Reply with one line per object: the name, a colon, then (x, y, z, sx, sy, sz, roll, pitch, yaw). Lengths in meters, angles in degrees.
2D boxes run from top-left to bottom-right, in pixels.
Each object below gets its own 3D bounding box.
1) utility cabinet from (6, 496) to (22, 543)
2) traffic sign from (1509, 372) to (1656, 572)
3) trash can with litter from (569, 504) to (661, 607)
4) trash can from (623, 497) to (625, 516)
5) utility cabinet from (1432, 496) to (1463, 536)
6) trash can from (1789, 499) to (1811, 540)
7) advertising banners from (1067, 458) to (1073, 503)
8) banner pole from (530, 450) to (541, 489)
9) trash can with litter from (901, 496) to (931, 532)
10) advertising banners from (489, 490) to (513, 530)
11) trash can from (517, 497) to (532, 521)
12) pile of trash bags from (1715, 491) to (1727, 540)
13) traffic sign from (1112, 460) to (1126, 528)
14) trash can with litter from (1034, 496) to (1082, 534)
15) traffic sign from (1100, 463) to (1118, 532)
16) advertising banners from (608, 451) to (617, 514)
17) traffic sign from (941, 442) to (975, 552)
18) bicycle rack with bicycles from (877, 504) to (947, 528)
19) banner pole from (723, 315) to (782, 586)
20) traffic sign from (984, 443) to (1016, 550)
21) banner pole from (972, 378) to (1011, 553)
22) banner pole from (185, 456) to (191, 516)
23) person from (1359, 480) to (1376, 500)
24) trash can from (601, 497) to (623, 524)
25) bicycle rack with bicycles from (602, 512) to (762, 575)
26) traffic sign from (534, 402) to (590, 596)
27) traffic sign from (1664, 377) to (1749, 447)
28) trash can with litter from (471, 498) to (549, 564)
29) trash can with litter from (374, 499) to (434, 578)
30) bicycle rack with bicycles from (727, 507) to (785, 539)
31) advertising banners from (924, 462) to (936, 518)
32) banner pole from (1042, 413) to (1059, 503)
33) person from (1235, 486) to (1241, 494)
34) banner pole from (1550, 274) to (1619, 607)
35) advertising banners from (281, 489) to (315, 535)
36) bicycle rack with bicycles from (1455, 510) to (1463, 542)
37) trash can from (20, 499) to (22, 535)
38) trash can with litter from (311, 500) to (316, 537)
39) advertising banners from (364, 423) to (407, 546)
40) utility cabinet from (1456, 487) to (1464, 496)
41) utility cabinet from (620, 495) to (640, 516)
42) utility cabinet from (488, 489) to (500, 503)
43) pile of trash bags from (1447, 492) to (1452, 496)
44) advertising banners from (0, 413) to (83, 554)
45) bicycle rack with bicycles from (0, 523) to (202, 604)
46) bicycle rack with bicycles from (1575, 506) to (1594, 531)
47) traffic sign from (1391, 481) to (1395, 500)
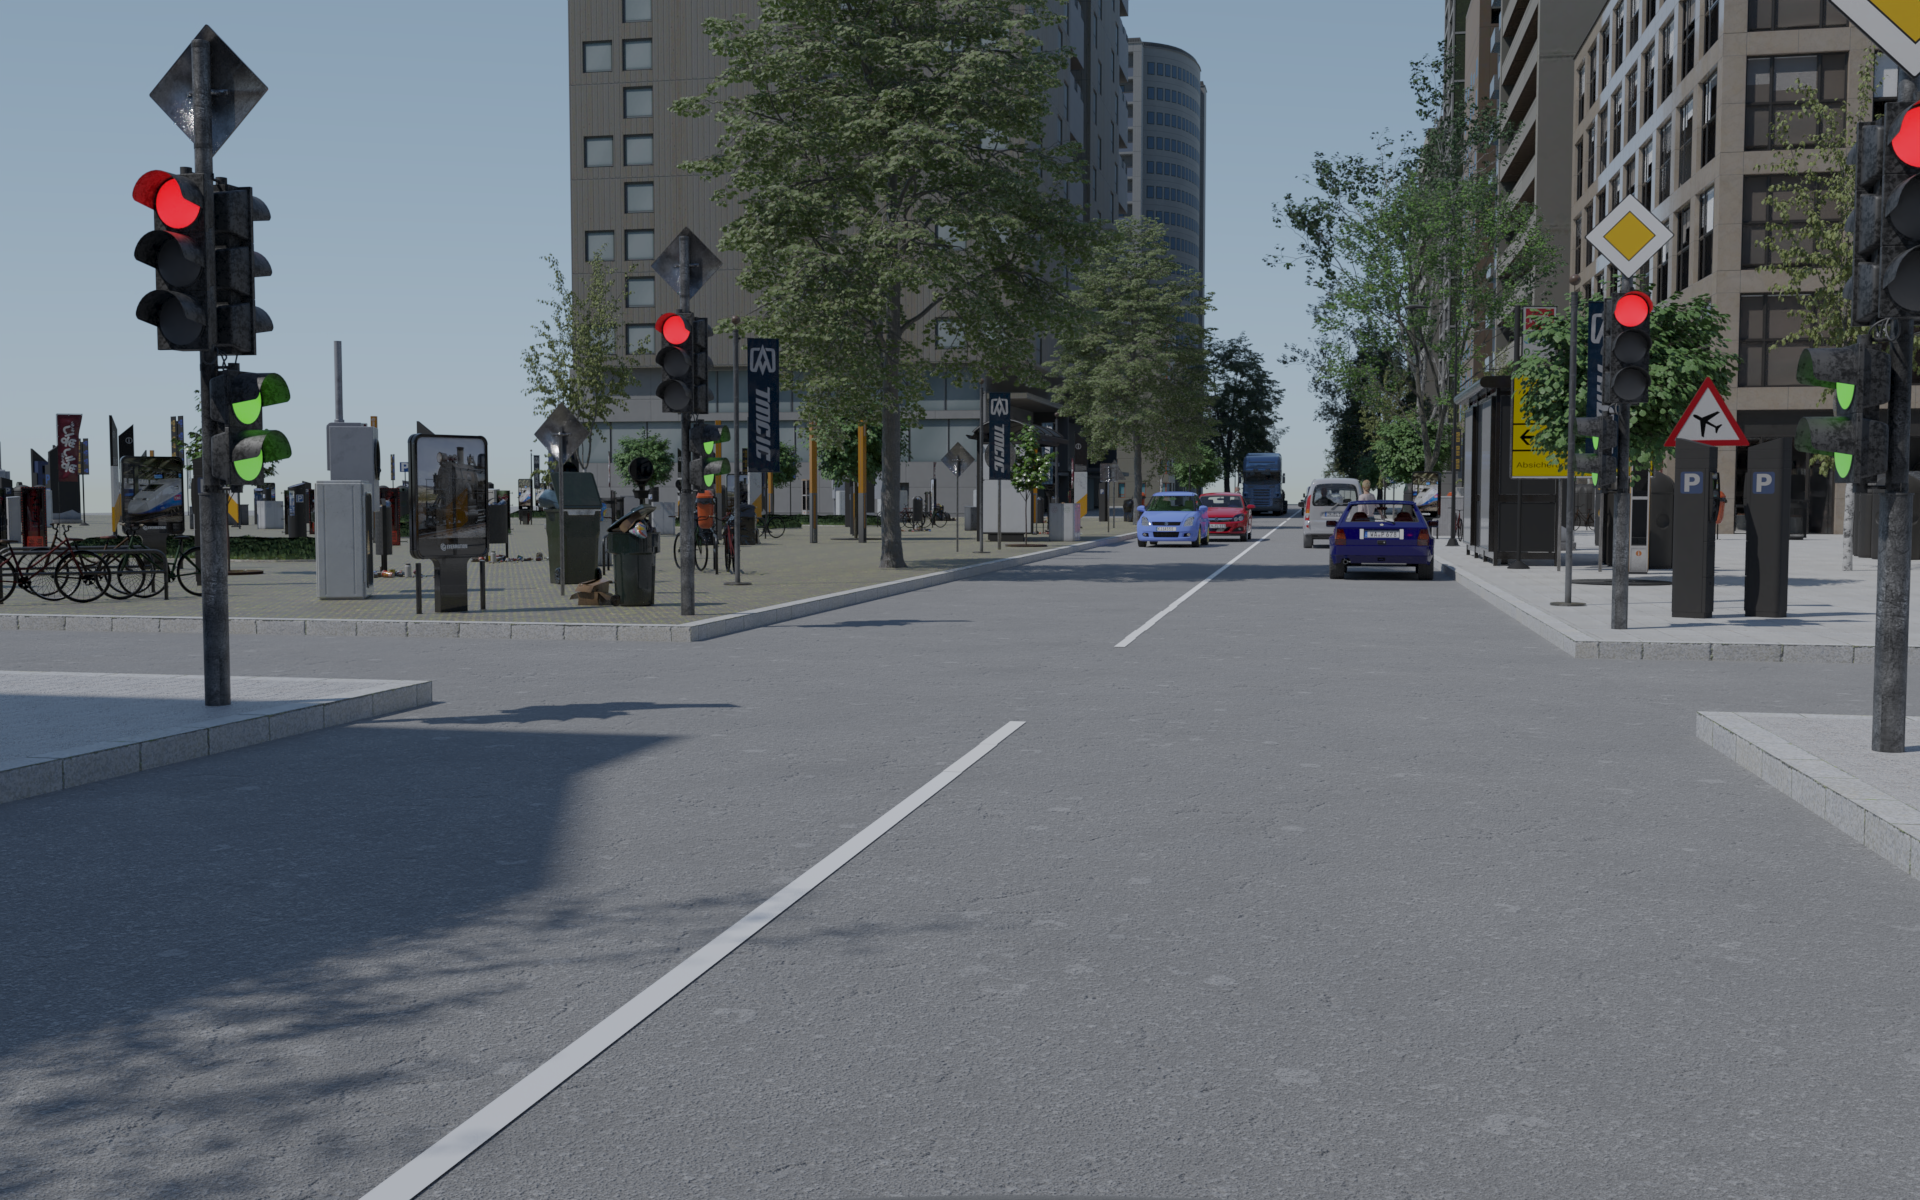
utility cabinet: (-24.908, -2.101, 45.516, 0.306, 1.237, 1.020, -2, 4, -34)
traffic sign: (10.249, -2.121, 28.556, 2.265, 3.308, 0.079, 1, 4, 19)
trash can with litter: (-3.977, -0.519, 19.877, 1.055, 1.170, 0.624, 1, 4, 15)
trash can: (-17.241, -4.626, 87.293, 0.748, 1.137, 0.748, 0, 3, 0)
utility cabinet: (15.000, -2.567, 53.133, 1.020, 1.237, 0.306, 0, 4, -1)
trash can: (23.329, -2.247, 48.387, 0.748, 1.137, 0.748, 0, 3, 0)
advertising banners: (5.429, -5.438, 85.094, 0.090, 3.025, 2.074, 0, 4, -2)
banner pole: (-23.950, -6.576, 97.542, 0.401, 3.779, 0.863, 2, 4, 34)
trash can with litter: (-1.757, -2.956, 59.389, 1.678, 1.210, 2.233, 2, 4, 33)
advertising banners: (-16.260, -3.832, 58.844, 2.074, 3.025, 0.090, 0, 4, -6)
trash can: (-20.645, -4.317, 82.228, 0.748, 1.137, 0.748, 0, 3, 0)
pile of trash bags: (20.077, -2.423, 49.365, 3.447, 1.369, 1.912, 3, 5, 44)
traffic sign: (5.808, -3.993, 65.284, 0.884, 2.594, 0.081, 1, 4, 18)
trash can with litter: (2.764, -2.704, 55.274, 2.233, 1.210, 1.678, 1, 4, 19)
traffic sign: (4.972, -3.412, 57.912, 0.606, 2.300, 0.079, 1, 4, 17)
advertising banners: (-14.367, -4.609, 71.547, 0.090, 3.025, 2.074, 0, 4, -3)
traffic sign: (-0.054, -2.271, 38.320, 0.795, 2.450, 0.064, 1, 4, 18)
bicycle rack with bicycles: (-1.922, -3.219, 66.017, 2.925, 0.926, 2.852, -1, 4, -13)
banner pole: (-2.927, -2.106, 24.453, 0.863, 3.779, 0.401, -1, 4, -21)
traffic sign: (0.908, -2.432, 39.875, 0.768, 2.556, 0.104, 1, 4, 21)
banner pole: (0.698, -2.907, 37.552, 0.863, 3.779, 0.401, 0, 4, -1)
banner pole: (-45.742, -6.894, 102.736, 0.401, 3.779, 0.863, -3, 5, -42)
person: (9.089, -1.762, 37.975, 0.731, 1.740, 0.598, -3, 5, -42)
trash can: (-14.084, -3.524, 69.271, 0.748, 1.137, 0.748, 0, 3, 0)
bicycle rack with bicycles: (-4.779, -0.923, 28.471, 2.852, 0.926, 2.925, 0, 4, -8)
traffic sign: (-5.017, -1.262, 21.812, 0.795, 2.450, 0.064, 1, 4, 18)
traffic sign: (8.299, -1.181, 19.306, 0.884, 2.594, 0.081, 1, 4, 14)
trash can with litter: (-8.493, -1.351, 33.141, 1.678, 1.210, 2.233, 2, 4, 33)
trash can with litter: (-8.984, -0.991, 27.265, 1.678, 1.210, 2.233, -1, 4, -22)
bicycle rack with bicycles: (-6.504, -2.247, 50.121, 2.925, 0.926, 2.852, -1, 4, -18)
advertising banners: (-1.586, -5.977, 93.908, 0.090, 3.025, 2.074, 1, 4, 17)
banner pole: (2.812, -3.877, 53.398, 0.401, 3.779, 0.863, -3, 5, -44)
person: (12.499, -4.247, 78.339, 0.834, 1.777, 0.661, 1, 4, 15)
banner pole: (7.232, -1.824, 19.837, 0.863, 3.779, 0.401, 0, 4, -2)
advertising banners: (-20.532, -3.607, 55.158, 2.074, 3.025, 0.090, -2, 4, -32)
bicycle rack with bicycles: (14.357, -2.009, 46.228, 2.852, 0.926, 2.925, 1, 4, 12)
trash can: (-29.368, -2.608, 54.298, 0.748, 1.137, 0.748, 0, 3, 0)
trash can with litter: (-15.202, -1.879, 42.110, 1.055, 1.170, 0.624, 1, 4, 11)
advertising banners: (-14.115, -2.859, 42.927, 2.074, 3.025, 0.090, -1, 4, -21)
utility cabinet: (16.691, -2.935, 56.662, 1.173, 1.500, 0.318, -2, 4, -31)
utility cabinet: (-17.020, -4.782, 89.340, 1.020, 1.237, 0.306, -1, 4, -12)
utility cabinet: (-20.022, -3.973, 73.632, 1.173, 1.500, 0.318, 3, 5, 42)
pile of trash bags: (23.329, -4.130, 77.282, 3.447, 1.369, 1.912, -1, 4, -11)
advertising banners: (-20.069, -2.523, 37.438, 2.074, 3.025, 0.090, -1, 4, -20)
bicycle rack with bicycles: (-10.625, -0.483, 21.287, 2.925, 0.926, 2.852, -2, 4, -28)
bicycle rack with bicycles: (22.348, -2.862, 60.183, 2.925, 0.926, 2.852, -3, 5, -39)
traffic sign: (21.012, -5.124, 83.880, 0.768, 2.556, 0.104, 1, 4, 12)
